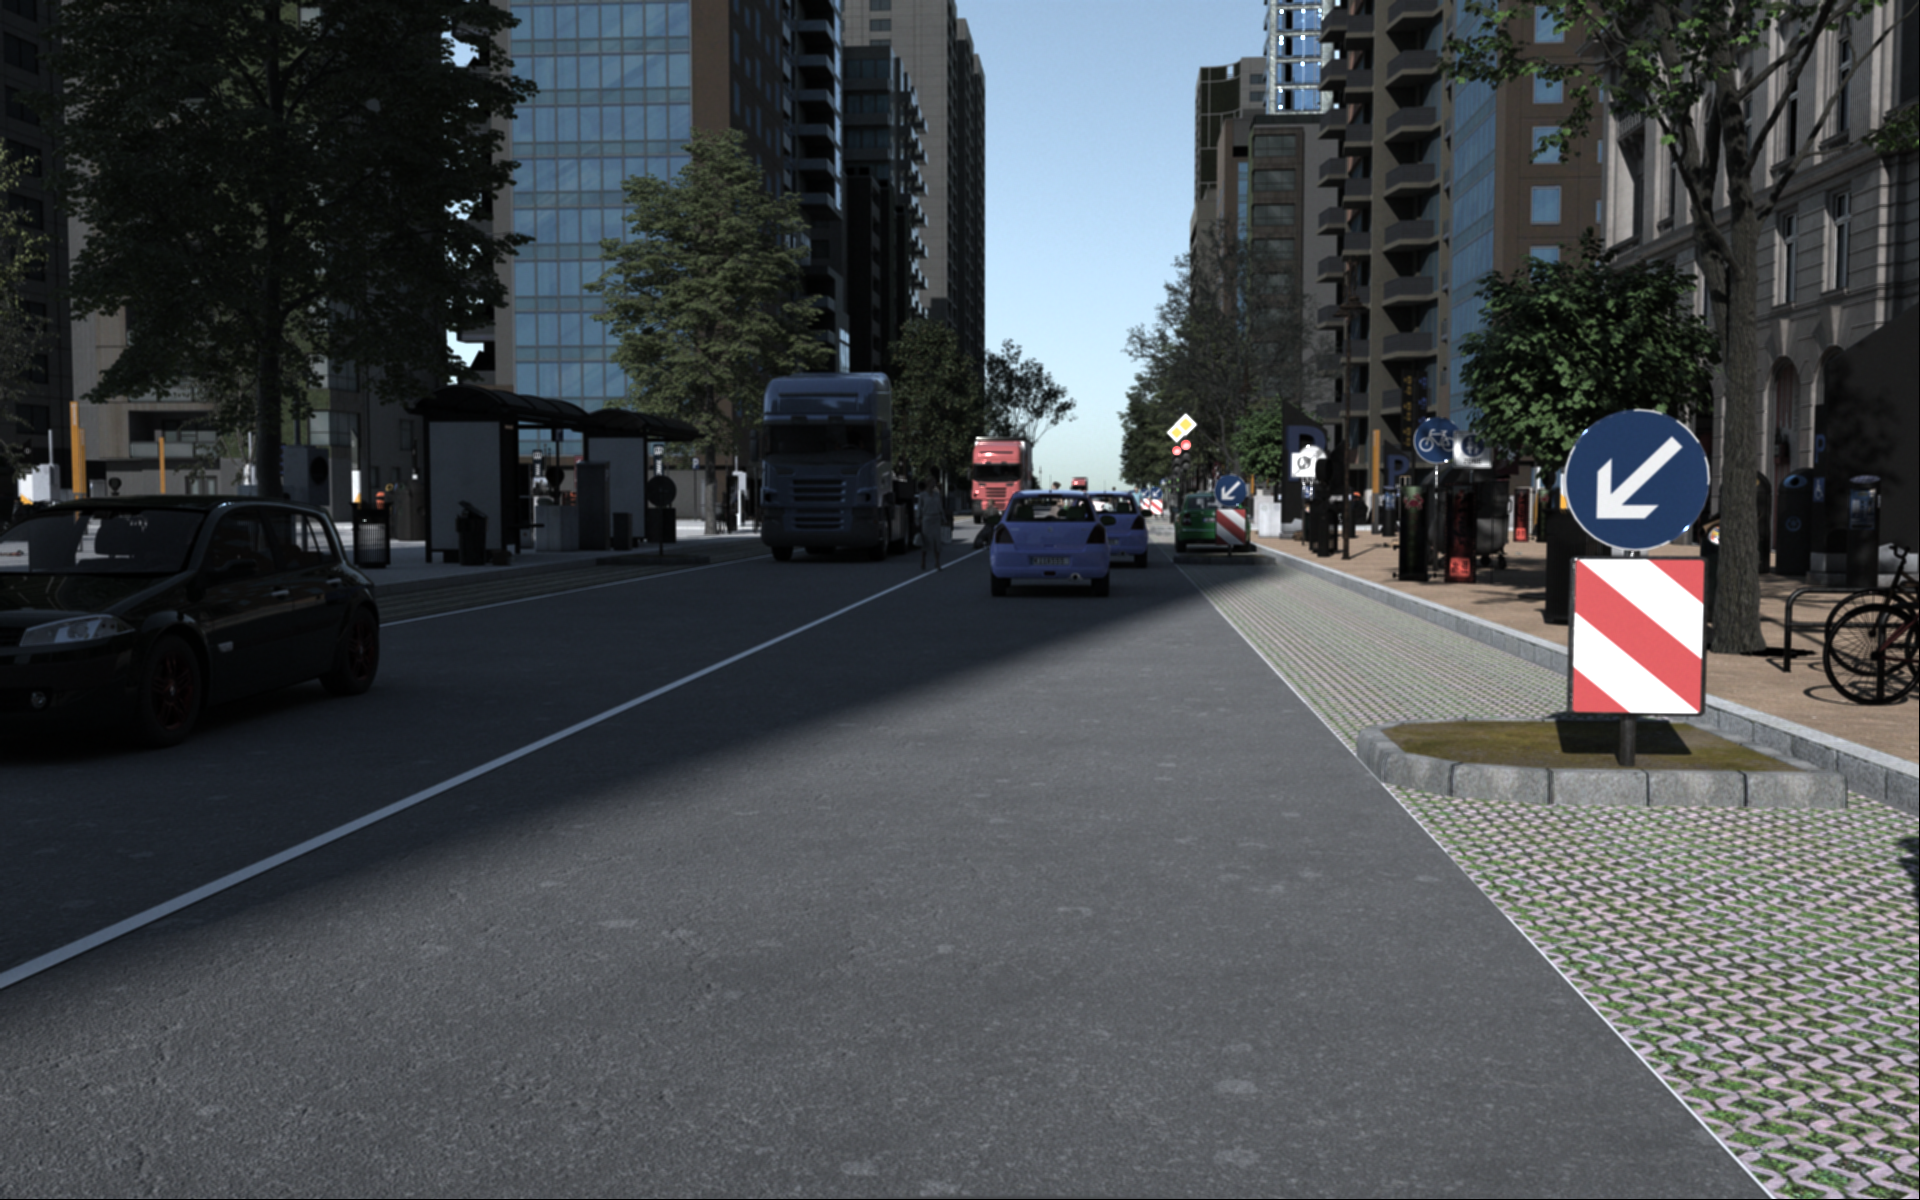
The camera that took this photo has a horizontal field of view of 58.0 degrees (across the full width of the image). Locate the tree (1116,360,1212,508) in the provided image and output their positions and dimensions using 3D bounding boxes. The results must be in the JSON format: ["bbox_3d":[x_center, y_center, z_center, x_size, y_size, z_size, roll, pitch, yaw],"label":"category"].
[{"bbox_3d":[19.029,-15.311,156.989,9.857,13.997,8.962,0,3,0],"label":"tree"}]

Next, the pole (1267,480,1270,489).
[{"bbox_3d":[21.432,-7.743,120.441,0.158,3.312,0.155,0,3,0],"label":"pole"}]

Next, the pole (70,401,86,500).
[{"bbox_3d":[-19.521,-2.717,38.268,0.158,3.312,0.155,0,3,0],"label":"pole"}]

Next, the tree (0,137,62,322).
[{"bbox_3d":[-18.561,-4.939,31.116,4.737,8.622,4.395,0,3,0],"label":"tree"}]

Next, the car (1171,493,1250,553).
[{"bbox_3d":[6.290,-2.117,43.405,1.959,1.807,4.718,0,4,6],"label":"car"}]

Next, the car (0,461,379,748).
[{"bbox_3d":[-5.208,-0.078,11.063,2.009,1.686,4.222,0,4,4],"label":"car"}]

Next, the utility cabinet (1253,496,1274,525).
[{"bbox_3d":[12.615,-3.679,71.317,1.020,1.237,0.306,1,4,15],"label":"utility cabinet"}]

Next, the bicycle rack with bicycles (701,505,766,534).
[{"bbox_3d":[-7.205,-2.632,56.414,2.852,0.926,2.925,0,4,0],"label":"bicycle rack with bicycles"}]

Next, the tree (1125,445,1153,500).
[{"bbox_3d":[31.040,-21.795,290.759,7.601,10.594,8.767,3,5,41],"label":"tree"}]

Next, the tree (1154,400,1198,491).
[{"bbox_3d":[16.784,-11.116,132.115,4.737,8.622,4.395,0,3,0],"label":"tree"}]

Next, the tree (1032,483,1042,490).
[{"bbox_3d":[13.357,-18.398,295.415,1.663,3.219,1.824,0,3,0],"label":"tree"}]

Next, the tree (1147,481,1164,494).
[{"bbox_3d":[22.039,-11.983,190.521,1.663,3.219,1.824,0,3,0],"label":"tree"}]

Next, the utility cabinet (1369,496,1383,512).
[{"bbox_3d":[18.066,-3.871,74.452,1.020,1.237,0.306,-2,4,-29],"label":"utility cabinet"}]

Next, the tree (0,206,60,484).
[{"bbox_3d":[-23.615,-5.573,41.483,4.360,8.622,3.978,0,3,0],"label":"tree"}]

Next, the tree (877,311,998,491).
[{"bbox_3d":[-2.139,-11.734,108.860,9.611,12.733,9.660,0,3,0],"label":"tree"}]

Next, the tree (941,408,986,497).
[{"bbox_3d":[-0.157,-10.970,129.720,4.737,8.622,4.395,0,3,0],"label":"tree"}]

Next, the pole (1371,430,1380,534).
[{"bbox_3d":[13.198,-3.740,54.987,0.158,3.312,0.155,0,3,0],"label":"pole"}]

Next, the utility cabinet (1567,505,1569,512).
[{"bbox_3d":[19.554,-2.642,54.351,0.306,1.237,1.020,-3,4,-37],"label":"utility cabinet"}]

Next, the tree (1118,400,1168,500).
[{"bbox_3d":[23.859,-17.835,208.607,9.611,12.733,9.660,0,3,0],"label":"tree"}]

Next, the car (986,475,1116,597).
[{"bbox_3d":[1.338,-0.976,25.555,1.945,1.707,3.694,0,4,3],"label":"car"}]

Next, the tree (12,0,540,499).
[{"bbox_3d":[-9.548,-6.499,24.387,7.486,12.596,7.792,0,3,0],"label":"tree"}]

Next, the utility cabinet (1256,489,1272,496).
[{"bbox_3d":[12.951,-3.980,73.750,0.318,1.500,1.173,2,4,28],"label":"utility cabinet"}]

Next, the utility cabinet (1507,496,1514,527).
[{"bbox_3d":[21.339,-3.475,67.979,0.306,1.237,1.020,-1,4,-17],"label":"utility cabinet"}]

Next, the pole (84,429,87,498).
[{"bbox_3d":[-27.303,-3.673,53.903,0.158,3.312,0.155,0,3,0],"label":"pole"}]

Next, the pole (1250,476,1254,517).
[{"bbox_3d":[16.456,-6.341,97.514,0.158,3.312,0.155,0,3,0],"label":"pole"}]

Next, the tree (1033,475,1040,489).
[{"bbox_3d":[10.376,-16.916,260.289,4.285,4.588,4.351,0,3,0],"label":"tree"}]

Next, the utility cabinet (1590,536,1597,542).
[{"bbox_3d":[17.074,-2.180,46.804,0.306,1.237,1.020,3,5,42],"label":"utility cabinet"}]

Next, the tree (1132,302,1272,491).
[{"bbox_3d":[14.753,-11.268,102.359,7.486,12.596,7.792,0,3,0],"label":"tree"}]

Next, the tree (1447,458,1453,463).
[{"bbox_3d":[21.009,-4.842,73.773,1.663,3.219,1.824,0,3,0],"label":"tree"}]

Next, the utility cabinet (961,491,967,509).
[{"bbox_3d":[0.335,-8.254,143.637,0.318,1.500,1.173,-1,4,-13],"label":"utility cabinet"}]

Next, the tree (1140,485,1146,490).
[{"bbox_3d":[29.021,-16.953,271.774,1.663,3.219,1.824,0,3,0],"label":"tree"}]

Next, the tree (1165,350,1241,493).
[{"bbox_3d":[12.227,-8.252,85.282,4.360,8.622,3.978,0,3,0],"label":"tree"}]

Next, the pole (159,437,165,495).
[{"bbox_3d":[-28.742,-4.195,62.438,0.158,3.312,0.155,0,3,0],"label":"pole"}]

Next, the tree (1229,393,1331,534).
[{"bbox_3d":[10.416,-4.441,56.325,4.285,4.588,4.351,0,3,0],"label":"tree"}]

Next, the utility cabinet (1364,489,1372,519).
[{"bbox_3d":[18.774,-4.344,79.711,0.318,1.500,1.173,1,4,8],"label":"utility cabinet"}]

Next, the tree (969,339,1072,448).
[{"bbox_3d":[6.622,-21.596,208.975,12.611,20.169,13.585,0,3,0],"label":"tree"}]

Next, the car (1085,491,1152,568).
[{"bbox_3d":[2.924,-1.554,35.006,1.945,1.707,3.694,0,4,5],"label":"car"}]

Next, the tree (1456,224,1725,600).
[{"bbox_3d":[7.592,-2.289,21.135,4.285,4.588,4.351,0,3,0],"label":"tree"}]

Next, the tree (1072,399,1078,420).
[{"bbox_3d":[10.316,-23.400,238.471,12.611,20.169,13.585,0,3,0],"label":"tree"}]

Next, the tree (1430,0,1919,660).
[{"bbox_3d":[6.135,-5.382,13.746,9.928,11.665,9.643,0,3,0],"label":"tree"}]

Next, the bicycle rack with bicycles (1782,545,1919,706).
[{"bbox_3d":[6.843,0.127,11.311,2.925,0.926,2.852,1,4,9],"label":"bicycle rack with bicycles"}]

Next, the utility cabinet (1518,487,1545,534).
[{"bbox_3d":[18.178,-2.830,54.956,1.173,1.500,0.318,-1,4,-18],"label":"utility cabinet"}]

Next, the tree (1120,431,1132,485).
[{"bbox_3d":[27.266,-20.875,259.424,7.486,12.596,7.792,0,3,0],"label":"tree"}]

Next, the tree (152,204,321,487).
[{"bbox_3d":[-17.587,-5.631,42.430,4.360,8.622,3.978,0,3,0],"label":"tree"}]

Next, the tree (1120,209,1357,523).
[{"bbox_3d":[11.991,-10.109,75.646,12.009,13.543,11.850,0,3,0],"label":"tree"}]

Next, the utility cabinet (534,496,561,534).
[{"bbox_3d":[-13.468,-2.766,56.390,0.306,1.237,1.020,2,4,30],"label":"utility cabinet"}]

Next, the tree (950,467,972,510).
[{"bbox_3d":[0.278,-9.569,140.174,4.285,4.588,4.351,0,3,0],"label":"tree"}]

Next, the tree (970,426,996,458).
[{"bbox_3d":[2.850,-13.933,178.173,4.360,8.622,3.978,0,3,0],"label":"tree"}]

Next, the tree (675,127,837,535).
[{"bbox_3d":[-7.704,-8.292,53.697,7.486,12.596,7.792,0,3,0],"label":"tree"}]

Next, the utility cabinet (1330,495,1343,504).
[{"bbox_3d":[17.910,-4.421,83.439,1.020,1.237,0.306,-1,4,-15],"label":"utility cabinet"}]
